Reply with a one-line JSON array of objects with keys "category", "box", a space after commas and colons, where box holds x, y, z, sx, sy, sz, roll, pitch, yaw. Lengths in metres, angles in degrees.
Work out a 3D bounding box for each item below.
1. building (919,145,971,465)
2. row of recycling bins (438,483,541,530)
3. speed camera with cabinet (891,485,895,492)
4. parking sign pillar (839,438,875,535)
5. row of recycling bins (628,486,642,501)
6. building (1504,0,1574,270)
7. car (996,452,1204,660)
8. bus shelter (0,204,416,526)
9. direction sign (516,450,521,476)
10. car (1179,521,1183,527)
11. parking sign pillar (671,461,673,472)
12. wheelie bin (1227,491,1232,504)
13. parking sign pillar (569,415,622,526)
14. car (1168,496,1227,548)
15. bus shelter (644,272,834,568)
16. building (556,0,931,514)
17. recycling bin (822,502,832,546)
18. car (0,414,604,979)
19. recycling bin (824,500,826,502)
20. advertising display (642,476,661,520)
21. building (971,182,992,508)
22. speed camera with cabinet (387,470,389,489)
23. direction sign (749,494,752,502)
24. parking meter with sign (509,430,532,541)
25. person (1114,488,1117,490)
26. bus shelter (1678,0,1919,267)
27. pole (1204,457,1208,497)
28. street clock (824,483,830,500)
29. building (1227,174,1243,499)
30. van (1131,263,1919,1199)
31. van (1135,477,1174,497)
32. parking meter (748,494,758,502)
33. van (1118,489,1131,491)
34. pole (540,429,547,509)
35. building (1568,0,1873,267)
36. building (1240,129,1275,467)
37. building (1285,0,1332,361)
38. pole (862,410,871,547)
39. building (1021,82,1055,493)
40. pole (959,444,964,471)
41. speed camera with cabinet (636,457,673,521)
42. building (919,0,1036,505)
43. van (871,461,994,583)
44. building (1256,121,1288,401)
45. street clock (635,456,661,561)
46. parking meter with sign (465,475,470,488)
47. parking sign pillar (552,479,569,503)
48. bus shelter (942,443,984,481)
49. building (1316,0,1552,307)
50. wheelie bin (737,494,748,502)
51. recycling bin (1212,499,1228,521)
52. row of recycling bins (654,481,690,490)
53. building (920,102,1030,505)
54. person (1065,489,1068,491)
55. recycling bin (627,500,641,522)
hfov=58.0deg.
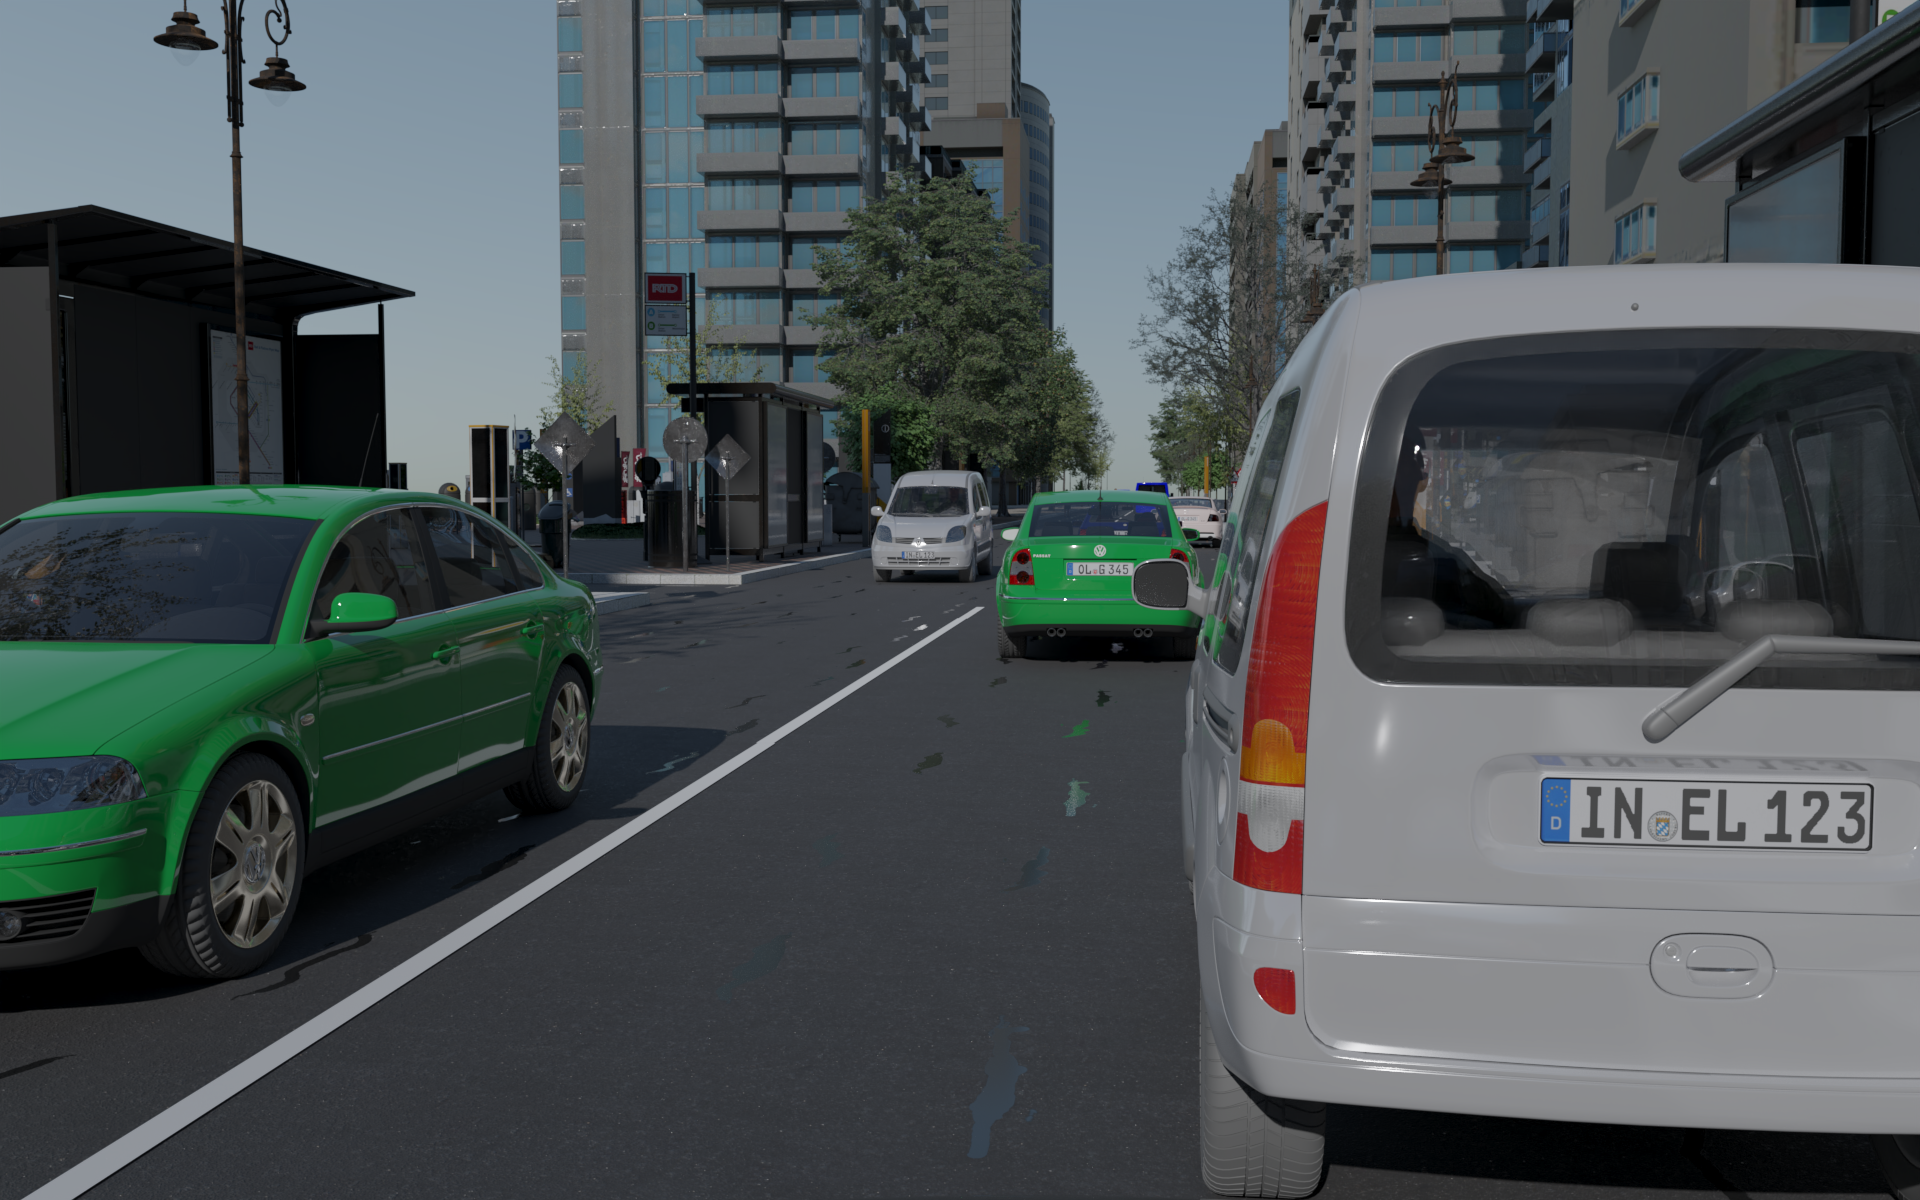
[{"category": "building", "box": [-7.088, -22.767, 143.946, 14.160, 30.474, 14.107, 0, 4, 7]}, {"category": "row of recycling bins", "box": [-16.956, -3.365, 62.123, 3.534, 1.692, 1.069, 0, 4, 1]}, {"category": "speed camera with cabinet", "box": [-2.287, -4.905, 74.531, 0.660, 3.252, 2.038, 3, 5, 45]}, {"category": "parking sign pillar", "box": [-3.188, -4.081, 55.194, 1.447, 3.967, 1.447, 1, 4, 12]}, {"category": "row of recycling bins", "box": [-13.998, -4.257, 76.712, 1.069, 1.692, 3.534, 0, 4, 2]}, {"category": "building", "box": [35.559, -46.958, 80.439, 22.319, 86.520, 31.000, 0, 4, 7]}, {"category": "car", "box": [1.328, -0.467, 16.427, 1.959, 1.807, 4.718, 0, 4, 5]}, {"category": "bus shelter", "box": [-7.532, -1.589, 17.267, 1.731, 3.624, 6.357, 0, 4, 7]}, {"category": "direction sign", "box": [-21.353, -5.623, 83.933, 0.379, 3.537, 0.876, 0, 4, 6]}, {"category": "car", "box": [2.903, -1.076, 30.173, 1.945, 1.354, 3.894, 0, 4, 6]}, {"category": "parking sign pillar", "box": [-16.470, -6.818, 99.950, 1.447, 3.967, 1.447, -1, 4, -14]}, {"category": "wheelie bin", "box": [15.917, -5.689, 100.928, 0.693, 1.594, 0.980, 0, 4, 3]}, {"category": "parking sign pillar", "box": [-12.279, -4.339, 59.415, 1.447, 3.967, 1.447, 1, 4, 22]}, {"category": "car", "box": [6.272, -2.152, 47.550, 2.083, 1.381, 4.827, 0, 4, 8]}, {"category": "bus shelter", "box": [-4.337, -3.448, 34.014, 2.179, 5.291, 8.768, 0, 4, 6]}, {"category": "building", "box": [-14.070, -30.655, 120.814, 23.786, 49.044, 30.456, 0, 4, 7]}, {"category": "recycling bin", "box": [-3.637, -1.843, 42.694, 0.722, 1.027, 0.722, 3, 4, 37]}, {"category": "car", "box": [-2.800, 0.134, 6.601, 1.959, 1.807, 4.718, 0, 4, 7]}, {"category": "recycling bin", "box": [-5.862, -3.719, 73.359, 0.722, 1.027, 0.722, 0, 4, -6]}, {"category": "advertising display", "box": [-10.697, -3.361, 60.166, 0.123, 1.923, 0.974, 2, 4, 25]}, {"category": "building", "box": [-4.745, -23.625, 157.963, 14.160, 30.474, 14.107, 0, 4, 7]}, {"category": "speed camera with cabinet", "box": [-20.709, -4.062, 60.754, 0.660, 3.252, 2.038, 1, 4, 9]}, {"category": "direction sign", "box": [-5.036, -3.039, 41.677, 0.379, 3.537, 0.876, 1, 4, 8]}, {"category": "parking meter with sign", "box": [-12.070, -3.050, 46.134, 0.543, 3.016, 1.738, 1, 4, 15]}, {"category": "person", "box": [10.397, -6.543, 115.607, 1.348, 1.807, 0.705, -1, 4, -13]}, {"category": "bus shelter", "box": [5.232, -1.906, 8.797, 2.179, 5.291, 8.768, 0, 4, 7]}, {"category": "pole", "box": [13.417, -6.147, 94.343, 0.158, 3.312, 0.155, 0, 3, 0]}, {"category": "street clock", "box": [-8.131, -6.151, 105.133, 0.471, 2.002, 0.358, 0, 4, -1]}, {"category": "building", "box": [49.551, -38.139, 247.270, 21.300, 48.544, 21.600, 0, 4, 7]}, {"category": "van", "box": [1.473, 0.135, 4.808, 2.013, 2.044, 4.112, 0, 4, 7]}, {"category": "van", "box": [10.266, -5.385, 92.424, 2.240, 2.365, 5.245, 0, 4, 7]}, {"category": "parking meter", "box": [-7.137, -3.143, 59.794, 0.372, 1.533, 0.369, 0, 3, 0]}, {"category": "van", "box": [21.039, -13.346, 222.584, 2.240, 2.365, 5.245, 0, 4, 8]}, {"category": "pole", "box": [-13.004, -3.686, 54.102, 0.158, 3.312, 0.155, 0, 3, 0]}, {"category": "building", "box": [27.235, -25.629, 42.733, 21.600, 48.544, 21.300, 0, 4, 7]}, {"category": "building", "box": [48.264, -36.800, 225.387, 21.300, 48.544, 21.600, 0, 4, 7]}, {"category": "building", "box": [43.434, -34.493, 153.203, 28.713, 52.752, 27.495, 0, 4, 7]}, {"category": "pole", "box": [-2.266, -2.940, 41.906, 0.158, 3.312, 0.155, 0, 3, 0]}, {"category": "building", "box": [1.963, -43.012, 245.245, 21.231, 58.520, 28.212, 0, 4, 7]}, {"category": "pole", "box": [0.072, -4.697, 70.637, 0.158, 3.312, 0.155, 0, 3, 0]}, {"category": "speed camera with cabinet", "box": [-12.407, -4.728, 71.643, 0.660, 3.252, 2.038, 3, 5, 41]}, {"category": "building", "box": [-0.617, -47.843, 220.491, 20.563, 71.187, 20.611, 0, 4, 7]}, {"category": "van", "box": [-0.413, -1.369, 29.391, 2.013, 2.044, 4.112, 0, 4, 7]}, {"category": "building", "box": [42.952, -34.123, 208.029, 14.600, 45.320, 14.200, 0, 4, 7]}, {"category": "street clock", "box": [-5.994, -1.757, 33.296, 0.471, 2.002, 0.358, -1, 4, -20]}, {"category": "parking meter with sign", "box": [-19.599, -4.515, 70.075, 1.738, 3.016, 0.543, 1, 4, 18]}, {"category": "parking sign pillar", "box": [-15.520, -4.970, 69.724, 1.447, 3.967, 1.447, 1, 4, 10]}, {"category": "bus shelter", "box": [0.246, -5.195, 76.223, 1.731, 3.624, 6.357, 0, 4, 7]}, {"category": "building", "box": [37.648, -30.886, 124.599, 23.786, 49.044, 30.456, 0, 4, 7]}, {"category": "wheelie bin", "box": [-13.216, -5.983, 105.731, 0.693, 1.594, 0.980, -3, 5, -42]}, {"category": "recycling bin", "box": [12.251, -4.215, 81.477, 0.722, 1.027, 0.722, 2, 4, 32]}, {"category": "row of recycling bins", "box": [-9.509, -3.055, 57.057, 1.069, 1.692, 3.534, 0, 4, -3]}, {"category": "building", "box": [0.683, -33.802, 202.774, 14.600, 45.320, 14.200, 0, 4, 7]}, {"category": "person", "box": [6.674, -6.003, 107.439, 1.217, 1.735, 0.721, -2, 4, -29]}, {"category": "recycling bin", "box": [-12.946, -3.398, 68.115, 0.722, 1.027, 0.722, -1, 4, -13]}]
